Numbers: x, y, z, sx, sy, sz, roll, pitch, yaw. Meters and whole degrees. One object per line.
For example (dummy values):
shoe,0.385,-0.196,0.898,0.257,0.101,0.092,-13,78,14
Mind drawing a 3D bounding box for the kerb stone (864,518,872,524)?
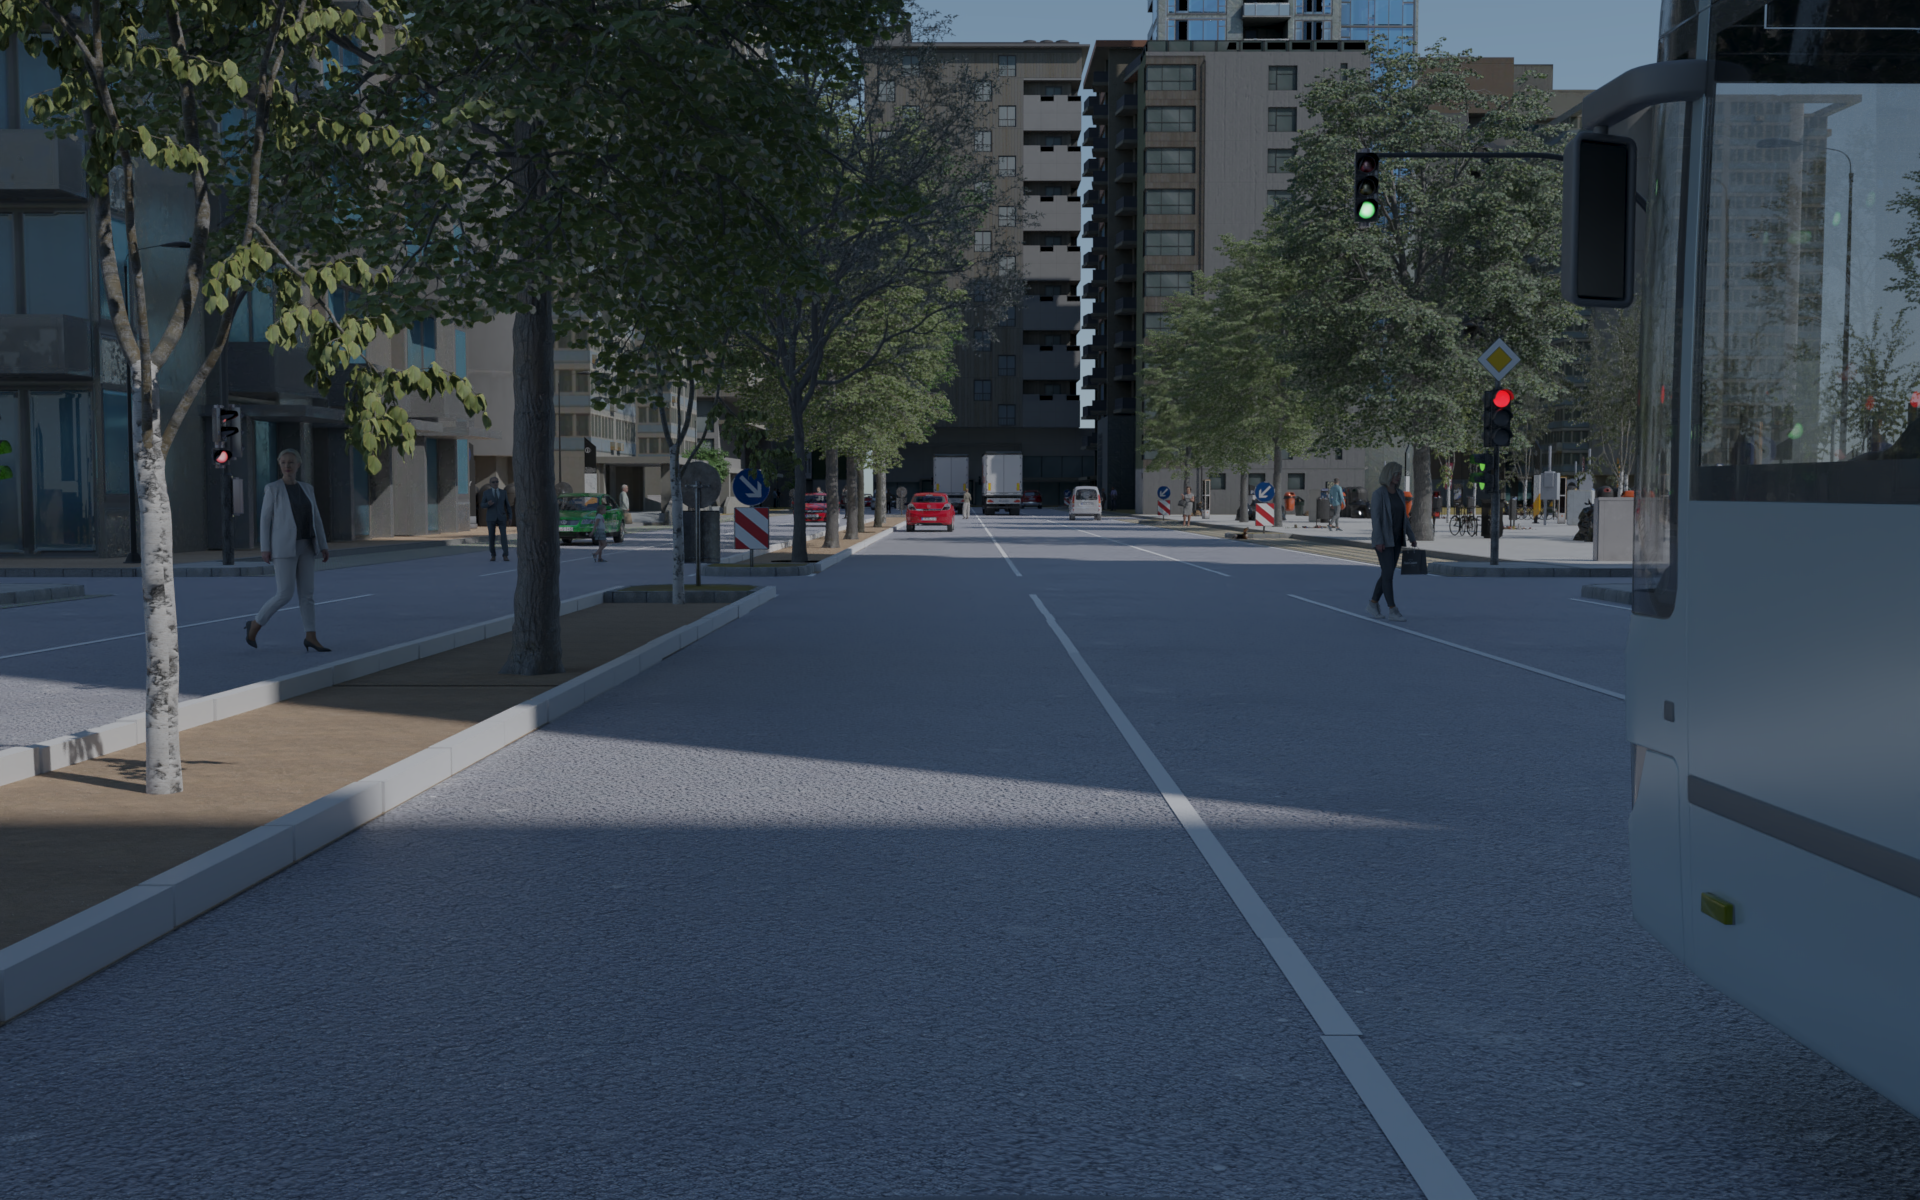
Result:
kerb stone,-4.669,-4.006,87.692,0.120,0.150,1.000,0,3,0

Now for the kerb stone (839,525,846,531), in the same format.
kerb stone,-4.679,-2.879,69.260,0.120,0.150,1.000,0,3,0

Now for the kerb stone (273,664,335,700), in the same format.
kerb stone,-4.733,0.604,12.394,0.120,0.150,1.000,0,3,0

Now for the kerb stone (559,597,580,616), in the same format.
kerb stone,-4.725,0.097,20.603,0.120,0.150,1.000,0,3,0

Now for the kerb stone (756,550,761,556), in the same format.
kerb stone,-4.713,-1.062,39.551,0.120,0.150,1.000,0,3,0

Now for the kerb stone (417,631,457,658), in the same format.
kerb stone,-4.728,0.411,15.473,0.120,0.150,1.000,0,3,0

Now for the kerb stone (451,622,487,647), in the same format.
kerb stone,-4.729,0.349,16.497,0.120,0.150,1.000,0,3,0

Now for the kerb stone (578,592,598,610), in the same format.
kerb stone,-4.719,0.035,21.629,0.120,0.150,1.000,0,3,0

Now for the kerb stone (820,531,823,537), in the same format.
kerb stone,-4.696,-2.127,56.968,0.120,0.150,1.000,0,3,0

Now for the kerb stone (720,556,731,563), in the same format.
kerb stone,-4.725,-0.749,34.437,0.120,0.150,1.000,0,3,0

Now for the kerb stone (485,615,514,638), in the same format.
kerb stone,-4.723,0.286,17.526,0.120,0.150,1.000,0,3,0

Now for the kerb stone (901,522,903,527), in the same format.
kerb stone,-2.582,-3.133,73.412,0.120,0.150,1.000,0,3,0

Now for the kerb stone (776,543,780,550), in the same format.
kerb stone,-4.708,-1.310,43.644,0.120,0.150,1.000,0,3,0

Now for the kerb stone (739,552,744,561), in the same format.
kerb stone,-4.717,-0.874,36.482,0.120,0.150,1.000,0,3,0

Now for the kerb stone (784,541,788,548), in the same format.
kerb stone,-4.713,-1.432,45.690,0.120,0.150,1.000,0,3,0

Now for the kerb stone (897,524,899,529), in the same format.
kerb stone,-2.586,-2.814,68.267,0.120,0.150,1.000,0,3,0

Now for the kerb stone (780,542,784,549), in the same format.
kerb stone,-4.704,-1.370,44.667,0.120,0.150,1.000,0,3,0

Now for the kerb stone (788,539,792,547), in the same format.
kerb stone,-4.699,-1.496,46.723,0.120,0.150,1.000,0,3,0

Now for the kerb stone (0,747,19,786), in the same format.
kerb stone,-4.734,0.850,8.295,0.120,0.150,1.000,0,3,0

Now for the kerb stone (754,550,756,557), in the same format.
kerb stone,-4.714,-0.997,38.529,0.120,0.150,1.000,0,3,0

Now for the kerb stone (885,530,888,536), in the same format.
kerb stone,-2.594,-2.191,58.014,0.120,0.150,1.000,0,3,0

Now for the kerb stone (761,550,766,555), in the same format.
kerb stone,-4.710,-1.124,40.574,0.120,0.150,1.000,0,3,0

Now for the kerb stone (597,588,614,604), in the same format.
kerb stone,-4.725,-0.027,22.660,0.120,0.150,1.000,0,3,0

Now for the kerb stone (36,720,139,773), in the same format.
kerb stone,-4.731,0.799,9.321,0.120,0.150,1.000,0,3,0

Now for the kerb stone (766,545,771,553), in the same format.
kerb stone,-4.704,-1.185,41.599,0.120,0.150,1.000,0,3,0

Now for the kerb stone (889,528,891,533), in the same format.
kerb stone,-2.590,-2.379,61.097,0.120,0.150,1.000,0,3,0

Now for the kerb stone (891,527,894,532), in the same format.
kerb stone,-2.589,-2.502,63.153,0.120,0.150,1.000,0,3,0

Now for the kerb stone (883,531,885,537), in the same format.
kerb stone,-2.590,-2.065,55.950,0.120,0.150,1.000,0,3,0

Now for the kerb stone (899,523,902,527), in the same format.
kerb stone,-2.582,-3.005,71.357,0.120,0.150,1.000,0,3,0

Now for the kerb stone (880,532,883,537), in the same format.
kerb stone,-2.598,-2.002,54.920,0.120,0.150,1.000,0,3,0

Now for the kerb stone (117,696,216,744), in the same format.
kerb stone,-4.738,0.725,10.347,0.120,0.150,1.000,0,3,0

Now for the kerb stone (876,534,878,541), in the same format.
kerb stone,-2.600,-1.813,51.845,0.120,0.150,1.000,0,3,0

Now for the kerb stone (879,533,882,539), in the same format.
kerb stone,-2.594,-1.939,53.890,0.120,0.150,1.000,0,3,0

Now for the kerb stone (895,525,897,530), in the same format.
kerb stone,-2.580,-2.693,66.221,0.120,0.150,1.000,0,3,0

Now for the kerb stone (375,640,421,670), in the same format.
kerb stone,-4.735,0.474,14.444,0.120,0.150,1.000,0,3,0

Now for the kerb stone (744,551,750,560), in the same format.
kerb stone,-4.704,-0.929,37.504,0.120,0.150,1.000,0,3,0

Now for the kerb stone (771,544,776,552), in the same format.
kerb stone,-4.705,-1.249,42.622,0.120,0.150,1.000,0,3,0

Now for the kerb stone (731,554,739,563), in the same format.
kerb stone,-4.712,-0.804,35.460,0.120,0.150,1.000,0,3,0

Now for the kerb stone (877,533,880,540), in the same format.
kerb stone,-2.595,-1.876,52.868,0.120,0.150,1.000,0,3,0

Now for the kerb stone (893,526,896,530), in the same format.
kerb stone,-2.589,-2.629,65.198,0.120,0.150,1.000,0,3,0

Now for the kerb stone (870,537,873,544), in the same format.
kerb stone,-2.603,-1.626,48.779,0.120,0.150,1.000,0,3,0

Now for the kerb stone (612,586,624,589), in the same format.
kerb stone,-4.719,-0.091,23.685,0.120,0.150,1.000,0,3,0

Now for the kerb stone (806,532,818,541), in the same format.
kerb stone,-4.697,-2.002,54.920,0.120,0.150,1.000,0,3,0

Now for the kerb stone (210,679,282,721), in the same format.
kerb stone,-4.725,0.664,11.369,0.120,0.150,1.000,0,3,0

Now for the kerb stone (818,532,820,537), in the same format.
kerb stone,-4.690,-2.064,55.942,0.120,0.150,1.000,0,3,0

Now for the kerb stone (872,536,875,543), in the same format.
kerb stone,-2.600,-1.688,49.801,0.120,0.150,1.000,0,3,0

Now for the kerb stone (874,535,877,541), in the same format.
kerb stone,-2.597,-1.749,50.823,0.120,0.150,1.000,0,3,0

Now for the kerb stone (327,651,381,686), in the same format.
kerb stone,-4.730,0.537,13.416,0.120,0.150,1.000,0,3,0

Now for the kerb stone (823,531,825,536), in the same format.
kerb stone,-4.697,-2.189,57.990,0.120,0.150,1.000,0,3,0

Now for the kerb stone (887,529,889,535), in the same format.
kerb stone,-2.590,-2.253,59.046,0.120,0.150,1.000,0,3,0
